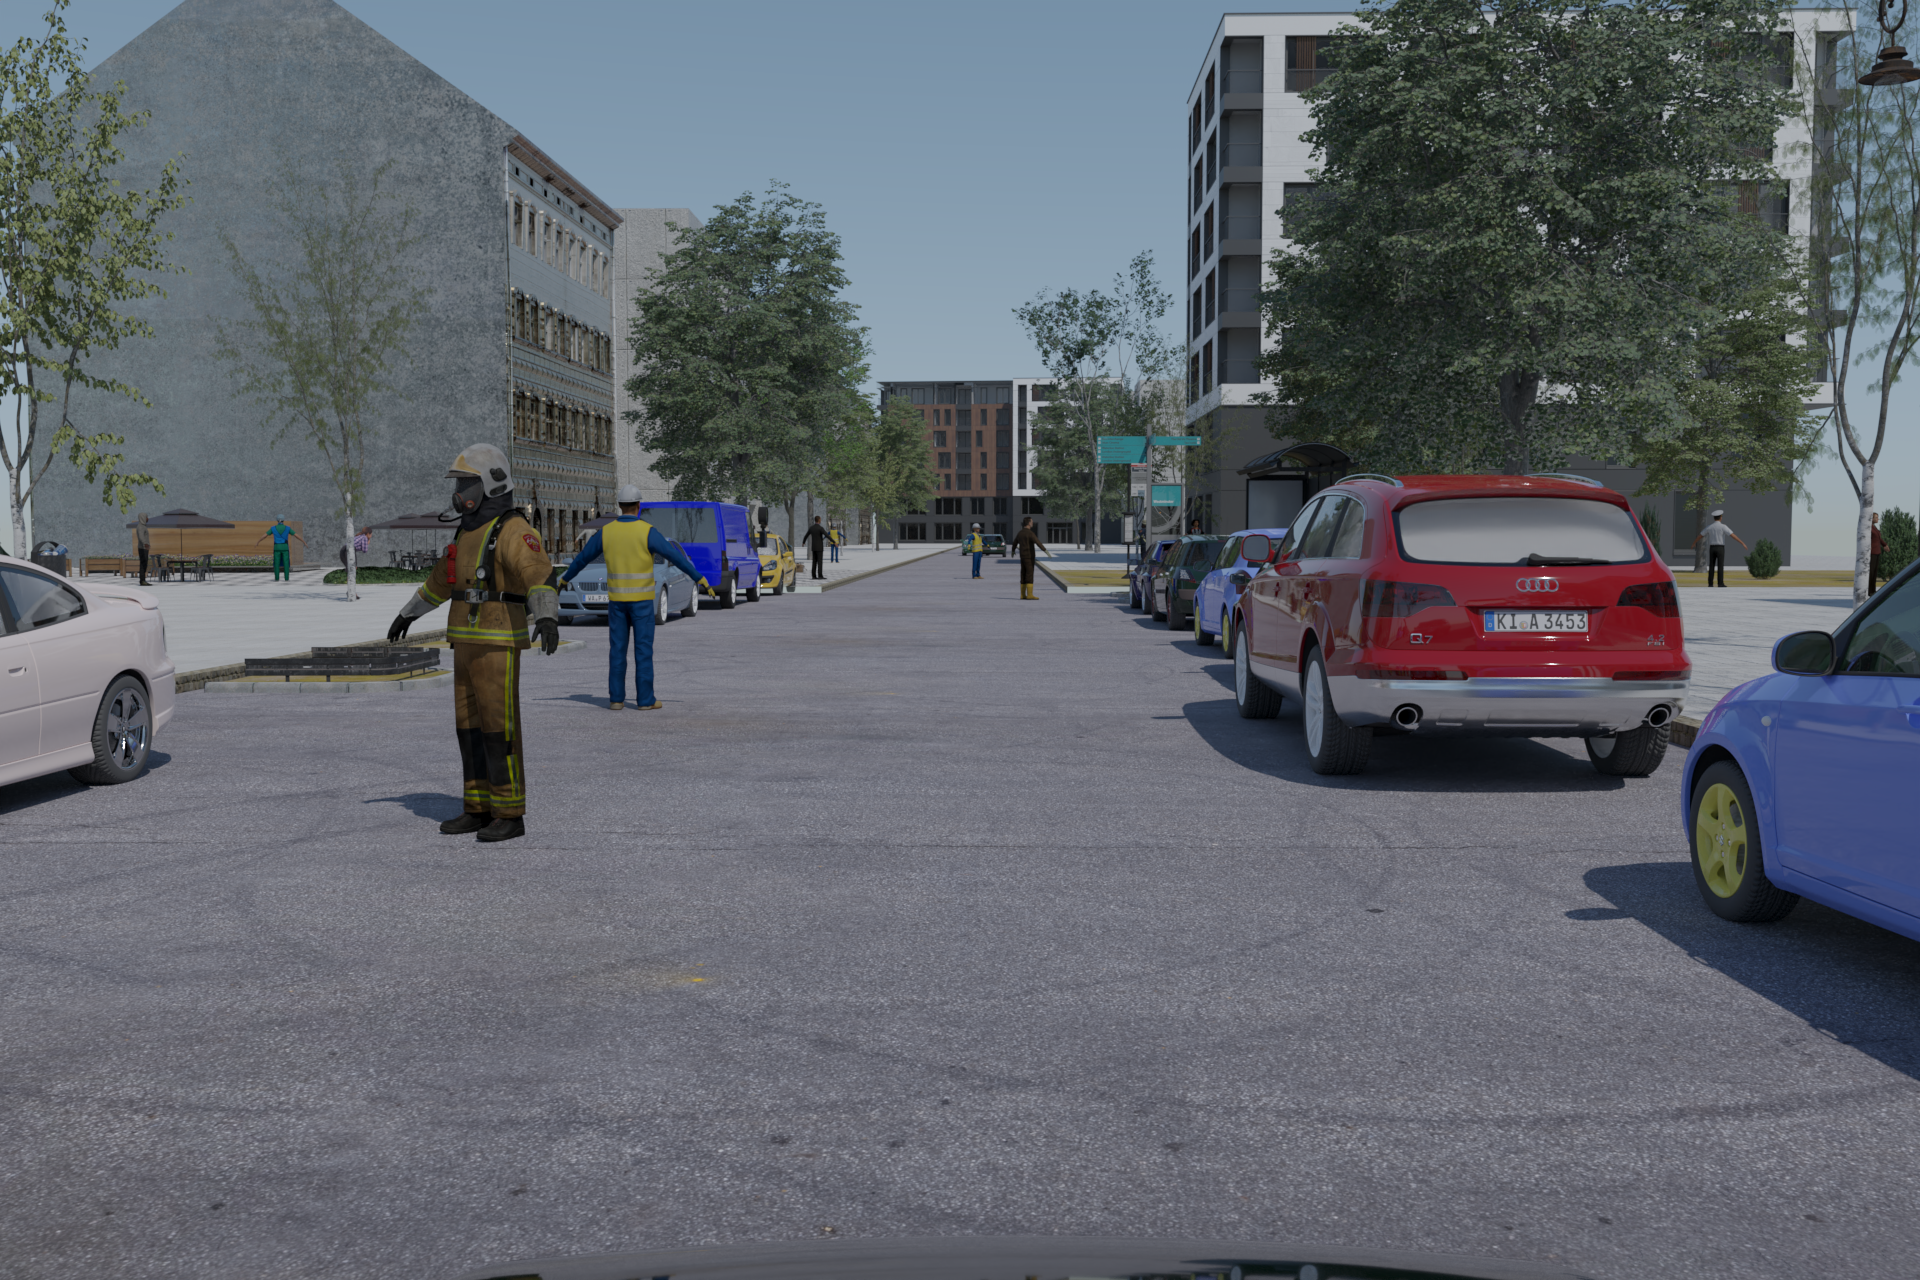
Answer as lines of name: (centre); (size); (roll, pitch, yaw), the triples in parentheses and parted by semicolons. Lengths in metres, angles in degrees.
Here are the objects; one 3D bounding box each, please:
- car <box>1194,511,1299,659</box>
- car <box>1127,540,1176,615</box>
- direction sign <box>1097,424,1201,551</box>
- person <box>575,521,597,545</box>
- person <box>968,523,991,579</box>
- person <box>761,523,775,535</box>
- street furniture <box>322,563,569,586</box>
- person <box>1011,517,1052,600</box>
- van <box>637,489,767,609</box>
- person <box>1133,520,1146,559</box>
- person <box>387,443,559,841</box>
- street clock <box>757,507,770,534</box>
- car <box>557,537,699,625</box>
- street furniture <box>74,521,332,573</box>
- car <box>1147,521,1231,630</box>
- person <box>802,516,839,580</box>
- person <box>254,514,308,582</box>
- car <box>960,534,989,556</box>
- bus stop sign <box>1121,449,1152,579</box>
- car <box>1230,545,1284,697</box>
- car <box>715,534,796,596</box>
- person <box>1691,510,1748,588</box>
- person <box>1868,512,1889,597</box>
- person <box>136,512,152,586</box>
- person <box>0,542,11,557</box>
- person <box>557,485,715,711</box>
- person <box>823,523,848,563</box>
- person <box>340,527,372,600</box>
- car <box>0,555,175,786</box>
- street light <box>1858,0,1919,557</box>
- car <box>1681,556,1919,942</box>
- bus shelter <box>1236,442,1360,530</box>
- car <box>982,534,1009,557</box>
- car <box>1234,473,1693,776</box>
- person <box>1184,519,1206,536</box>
car: (3.877, -0.709, 21.187); (1.945, 1.707, 3.694); (0, 3, 0)
car: (4.126, -1.198, 32.175); (1.945, 1.354, 3.894); (0, 4, 0)
direction sign: (4.600, -3.235, 41.659); (2.525, 3.948, 1.411); (0, 4, 0)
person: (-15.115, -3.956, 70.862); (1.347, 1.806, 0.705); (-2, 4, -29)
person: (0.598, -2.829, 55.169); (0.721, 1.772, 1.216); (2, 4, 35)
person: (-8.068, -4.040, 71.917); (1.347, 1.847, 0.705); (-2, 4, -35)
street furniture: (-11.507, -1.877, 46.314); (10.072, 0.657, 5.734); (-1, 4, -9)
person: (1.493, -1.781, 37.708); (0.704, 1.812, 1.346); (-3, 4, -36)
van: (-5.212, -1.863, 34.840); (2.240, 2.365, 5.245); (0, 4, 1)
person: (7.390, -3.901, 69.558); (1.354, 1.856, 0.705); (-3, 5, -45)
person: (-2.261, 0.002, 8.194); (1.354, 1.858, 0.705); (3, 5, 42)
street clock: (-5.197, -2.520, 45.772); (0.358, 2.002, 0.471); (0, 4, 1)
car: (-5.473, -1.024, 28.741); (2.014, 1.417, 4.499); (0, 4, 1)
street furniture: (-26.827, -3.209, 59.326); (9.812, 1.723, 11.010); (-1, 4, -9)
car: (3.981, -1.062, 27.152); (2.009, 1.686, 4.222); (0, 4, 1)
person: (-3.994, -2.606, 48.829); (1.346, 1.802, 0.704); (3, 4, 38)
person: (-18.283, -2.479, 46.654); (1.347, 1.817, 0.704); (-1, 4, -20)
car: (1.076, -6.326, 115.220); (2.131, 1.459, 4.920); (0, 4, 2)
bus stop sign: (5.052, -3.724, 49.598); (0.855, 3.939, 0.416); (0, 4, 2)
car: (3.662, -0.418, 16.626); (2.009, 1.686, 4.222); (0, 4, 2)
car: (-4.957, -1.917, 41.571); (2.015, 1.641, 3.980); (0, 4, 1)
person: (18.194, -2.190, 41.599); (0.704, 1.855, 1.343); (-3, 5, -43)
person: (18.768, -1.753, 35.475); (1.215, 1.729, 0.721); (-3, 5, -45)
person: (-20.147, -2.243, 42.803); (0.705, 1.813, 1.348); (-2, 4, -24)
person: (-13.063, -0.876, 23.531); (0.599, 1.438, 0.989); (0, 4, 3)
person: (-2.679, -0.350, 14.146); (1.349, 1.833, 0.705); (0, 4, 7)
person: (-5.548, -4.305, 76.846); (1.216, 1.772, 0.721); (1, 4, 11)
person: (-11.799, -1.504, 33.871); (0.421, 1.427, 0.697); (2, 4, 35)
car: (-5.734, 0.227, 8.654); (2.083, 1.381, 4.827); (0, 4, 1)
street light: (7.195, -2.448, 12.814); (0.468, 5.910, 1.993); (0, 4, 2)
car: (3.649, 0.261, 5.319); (1.945, 1.707, 3.694); (0, 3, 0)
bus shelter: (7.873, -2.873, 40.902); (2.014, 3.302, 5.546); (0, 4, 2)
car: (2.017, -5.970, 107.403); (2.009, 1.686, 4.222); (0, 4, 1)
car: (3.148, -0.193, 11.826); (2.281, 1.827, 5.304); (0, 4, 1)
person: (8.623, -3.496, 63.301); (1.345, 1.843, 0.704); (-1, 4, -11)
